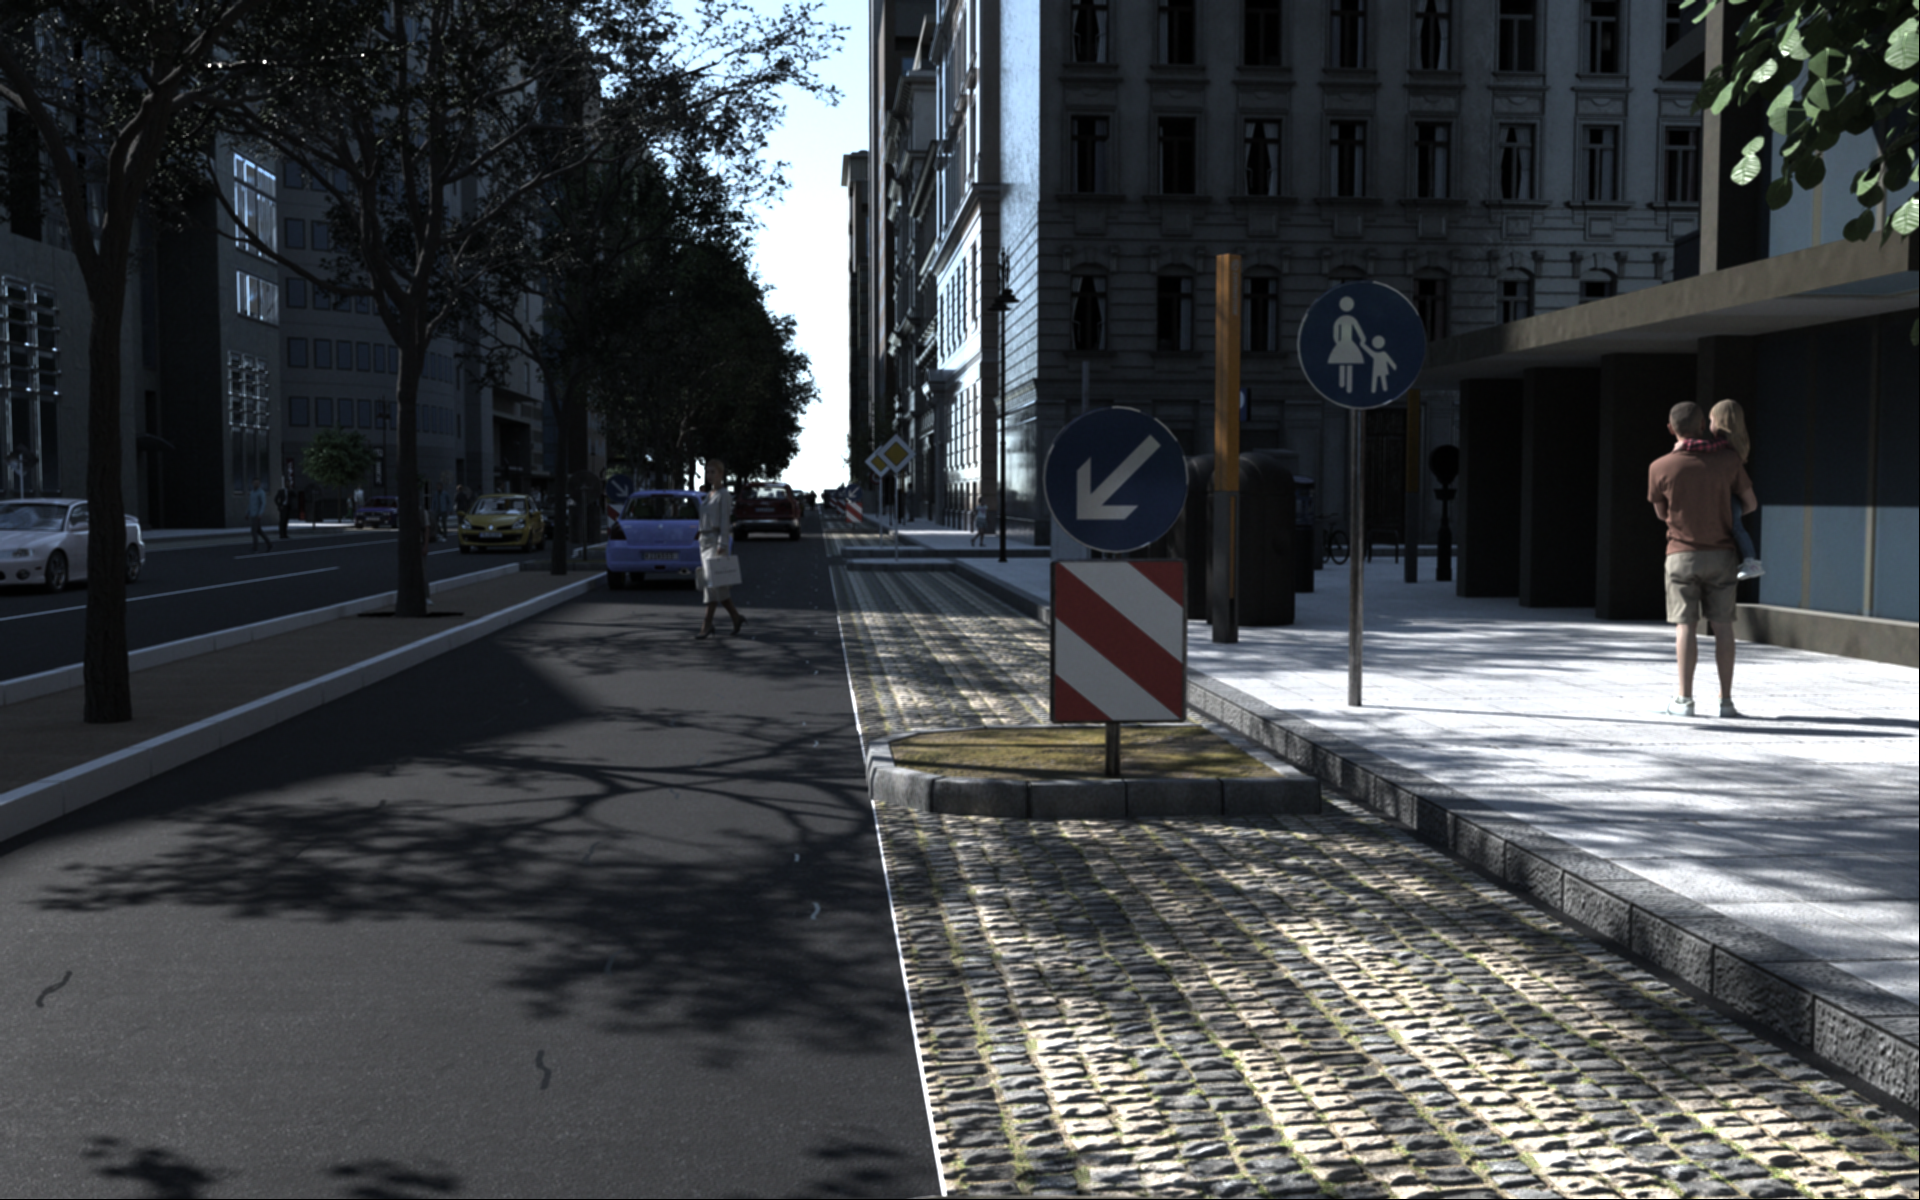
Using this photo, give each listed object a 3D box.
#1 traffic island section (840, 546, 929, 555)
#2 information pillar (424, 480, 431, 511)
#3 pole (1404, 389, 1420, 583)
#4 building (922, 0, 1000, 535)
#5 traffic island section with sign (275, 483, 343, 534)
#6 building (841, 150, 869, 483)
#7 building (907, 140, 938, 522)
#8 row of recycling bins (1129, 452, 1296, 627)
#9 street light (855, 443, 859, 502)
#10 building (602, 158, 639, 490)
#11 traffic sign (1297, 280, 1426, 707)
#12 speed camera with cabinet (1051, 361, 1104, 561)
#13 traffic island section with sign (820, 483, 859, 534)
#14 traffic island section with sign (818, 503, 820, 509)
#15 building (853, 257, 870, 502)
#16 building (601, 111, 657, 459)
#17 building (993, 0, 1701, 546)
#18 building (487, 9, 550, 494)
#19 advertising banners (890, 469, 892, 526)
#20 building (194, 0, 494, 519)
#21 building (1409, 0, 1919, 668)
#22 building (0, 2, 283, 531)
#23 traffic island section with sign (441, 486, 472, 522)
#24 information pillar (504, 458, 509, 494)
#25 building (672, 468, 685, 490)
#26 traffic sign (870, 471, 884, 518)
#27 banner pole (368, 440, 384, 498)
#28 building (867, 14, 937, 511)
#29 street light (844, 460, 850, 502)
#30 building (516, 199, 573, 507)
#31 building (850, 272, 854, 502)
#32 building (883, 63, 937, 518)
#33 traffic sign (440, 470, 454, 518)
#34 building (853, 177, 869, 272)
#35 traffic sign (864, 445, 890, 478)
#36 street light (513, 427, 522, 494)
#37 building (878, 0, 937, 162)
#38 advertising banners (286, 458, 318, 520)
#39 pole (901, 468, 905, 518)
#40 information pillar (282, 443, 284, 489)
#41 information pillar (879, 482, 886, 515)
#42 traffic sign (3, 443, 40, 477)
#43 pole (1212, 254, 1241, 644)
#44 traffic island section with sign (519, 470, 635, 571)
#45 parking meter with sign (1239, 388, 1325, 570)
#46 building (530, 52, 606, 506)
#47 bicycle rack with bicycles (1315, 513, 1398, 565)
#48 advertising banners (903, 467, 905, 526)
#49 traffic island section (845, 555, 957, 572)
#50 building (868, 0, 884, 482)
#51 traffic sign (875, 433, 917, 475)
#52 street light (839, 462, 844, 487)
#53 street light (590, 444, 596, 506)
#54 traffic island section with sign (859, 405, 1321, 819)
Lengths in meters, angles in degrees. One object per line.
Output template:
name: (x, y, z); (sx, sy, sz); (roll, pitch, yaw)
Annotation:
traffic island section: (-1.834, -1.155, 41.163); (2.009, 0.180, 2.903); (0, 4, -5)
information pillar: (-27.133, -5.122, 88.239); (0.304, 2.012, 0.304); (0, 4, -2)
pole: (6.527, -1.905, 24.989); (0.158, 3.312, 0.155); (0, 3, 0)
building: (5.967, -17.013, 64.067); (13.634, 28.700, 20.117); (0, 4, -5)
traffic island section with sign: (-23.286, -3.272, 62.120); (1.989, 1.847, 2.006); (0, 4, -5)
building: (-3.395, -41.147, 261.986); (28.713, 52.752, 27.495); (0, 4, -5)
building: (3.243, -13.409, 83.867); (10.561, 19.102, 19.286); (0, 4, -5)
row of recycling bins: (2.582, -0.690, 18.390); (1.069, 1.692, 3.534); (-1, 4, -10)
street light: (-8.932, -10.912, 151.200); (0.468, 5.910, 1.993); (0, 4, -5)
building: (-45.579, -31.847, 204.292); (14.154, 41.232, 14.086); (0, 4, -5)
traffic sign: (2.393, -0.631, 10.416); (0.768, 2.556, 0.104); (0, 4, 0)
speed camera with cabinet: (1.844, -1.886, 25.180); (0.660, 3.252, 2.038); (1, 4, 17)
traffic island section with sign: (-4.006, -3.346, 63.331); (1.989, 1.847, 2.006); (0, 4, -5)
traffic island section with sign: (-6.288, -5.027, 90.821); (1.989, 1.847, 2.006); (0, 4, -5)
building: (-5.462, -26.945, 212.250); (14.160, 30.474, 14.107); (0, 4, -5)
building: (-50.103, -36.568, 221.594); (21.300, 48.544, 21.600); (0, 4, -5)
building: (10.345, -12.137, 47.589); (18.267, 20.994, 9.793); (0, 4, -5)
building: (-45.782, -32.818, 125.807); (28.713, 52.752, 27.495); (0, 4, -5)
advertising banners: (-2.820, -4.536, 70.350); (0.090, 3.025, 2.074); (0, 4, -2)
building: (-40.091, -34.004, 97.961); (21.231, 58.520, 28.212); (0, 4, -5)
building: (16.864, -21.658, 8.728); (22.147, 44.769, 28.867); (0, 4, -5)
building: (-35.498, -45.217, 51.965); (22.319, 86.520, 31.000); (0, 4, -5)
traffic island section with sign: (-25.531, -4.931, 89.241); (1.989, 1.847, 2.006); (0, 4, -5)
information pillar: (-29.173, -7.348, 111.489); (0.183, 3.616, 0.504); (-3, 4, -38)
building: (-49.612, -30.076, 263.448); (14.160, 30.474, 14.107); (0, 4, -5)
traffic sign: (-4.437, -5.665, 92.735); (0.768, 2.556, 0.104); (0, 4, 1)
banner pole: (-26.870, -5.477, 79.570); (0.863, 3.779, 0.401); (-1, 4, -14)
building: (8.870, -27.254, 137.484); (32.217, 40.220, 23.993); (0, 4, -5)
street light: (-12.307, -13.411, 192.054); (0.468, 5.910, 1.993); (0, 4, -5)
building: (-50.176, -28.124, 151.704); (32.217, 40.220, 23.993); (0, 4, -5)
building: (-7.373, -27.799, 226.222); (14.160, 30.474, 14.107); (0, 4, -5)
building: (2.707, -19.425, 104.988); (14.401, 28.519, 23.554); (0, 4, -5)
traffic sign: (-27.540, -5.680, 92.978); (0.768, 2.556, 0.104); (0, 4, -2)
building: (-7.781, -36.136, 240.940); (14.600, 45.320, 14.200); (0, 4, -5)
traffic sign: (-1.857, -2.379, 41.079); (0.795, 2.593, 0.064); (0, 4, -5)
street light: (-29.761, -8.788, 116.475); (0.468, 5.910, 1.993); (0, 4, -5)
building: (-0.137, -30.947, 156.086); (14.600, 45.320, 14.200); (0, 4, -5)
advertising banners: (-32.020, -5.387, 84.271); (0.090, 3.025, 2.074); (1, 4, 22)
pole: (-3.076, -6.079, 93.240); (0.158, 3.312, 0.155); (0, 3, 0)
information pillar: (-31.052, -5.357, 78.937); (0.504, 3.616, 0.183); (-2, 4, -32)
information pillar: (-4.731, -6.193, 105.741); (0.304, 2.012, 0.304); (1, 4, 20)
traffic sign: (-21.386, -2.281, 39.486); (0.795, 2.593, 0.064); (0, 4, -5)
pole: (2.290, -1.285, 14.859); (0.158, 3.312, 0.155); (0, 3, 0)
traffic island section with sign: (-7.228, -1.517, 32.945); (2.006, 1.907, 1.989); (0, 4, -5)
parking meter with sign: (5.323, -2.006, 29.059); (1.738, 3.016, 0.543); (-2, 4, -29)
building: (-43.223, -31.901, 171.691); (14.600, 45.320, 14.200); (0, 4, -5)
bicycle rack with bicycles: (7.022, -1.178, 32.635); (2.852, 0.926, 2.925); (0, 4, -1)
advertising banners: (-2.248, -4.489, 69.577); (0.090, 3.025, 2.074); (0, 4, -2)
traffic island section: (-1.174, -0.668, 33.205); (2.009, 0.180, 2.903); (0, 4, -5)
building: (1.190, -38.840, 177.032); (21.231, 58.520, 28.212); (0, 4, -5)
traffic sign: (-1.197, -1.892, 33.121); (0.795, 2.593, 0.064); (0, 4, -5)
street light: (-15.690, -15.929, 233.227); (0.468, 5.910, 1.993); (0, 4, -5)
street light: (-33.292, -11.286, 157.316); (0.468, 5.910, 1.993); (0, 4, -5)
traffic island section with sign: (0.536, 0.004, 8.557); (1.989, 1.847, 2.006); (0, 4, -5)
